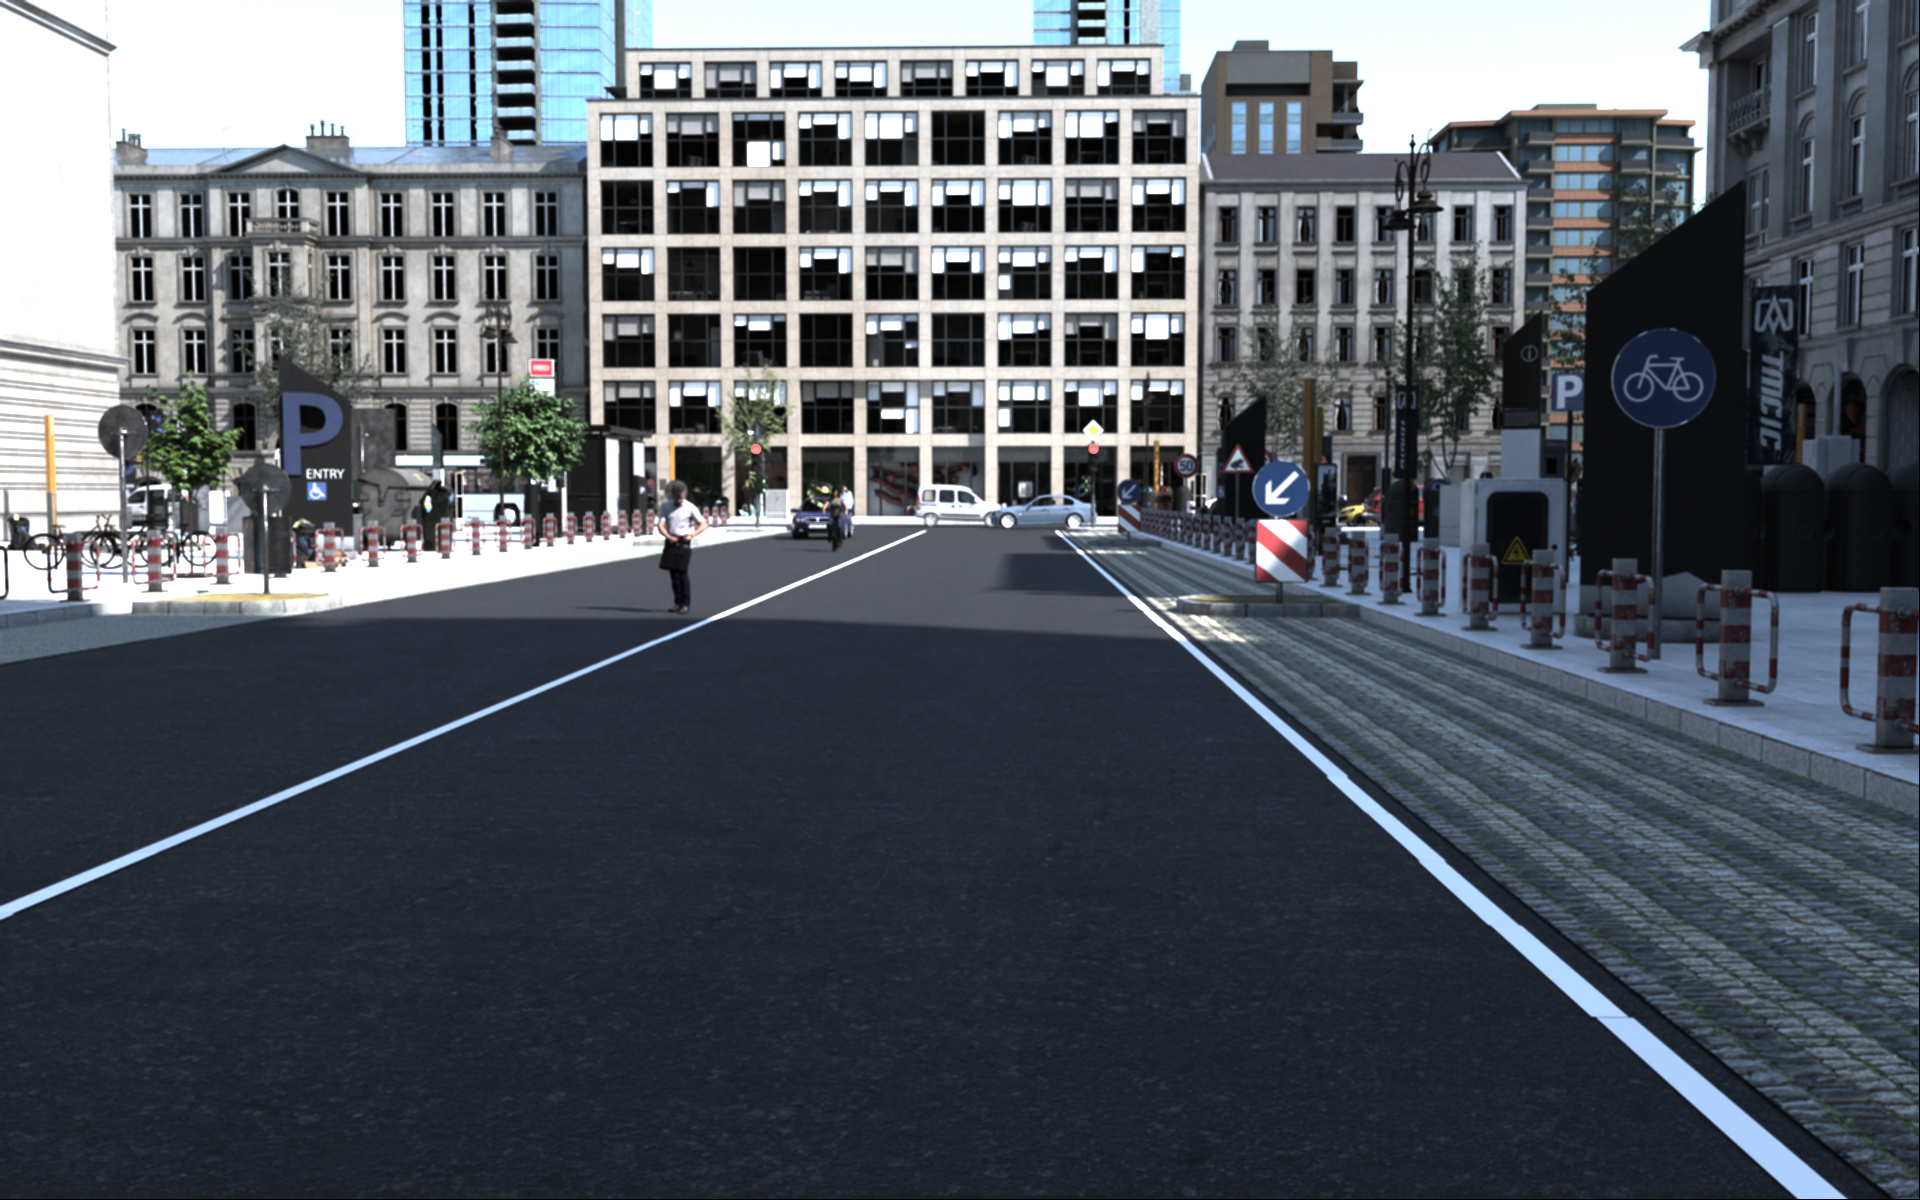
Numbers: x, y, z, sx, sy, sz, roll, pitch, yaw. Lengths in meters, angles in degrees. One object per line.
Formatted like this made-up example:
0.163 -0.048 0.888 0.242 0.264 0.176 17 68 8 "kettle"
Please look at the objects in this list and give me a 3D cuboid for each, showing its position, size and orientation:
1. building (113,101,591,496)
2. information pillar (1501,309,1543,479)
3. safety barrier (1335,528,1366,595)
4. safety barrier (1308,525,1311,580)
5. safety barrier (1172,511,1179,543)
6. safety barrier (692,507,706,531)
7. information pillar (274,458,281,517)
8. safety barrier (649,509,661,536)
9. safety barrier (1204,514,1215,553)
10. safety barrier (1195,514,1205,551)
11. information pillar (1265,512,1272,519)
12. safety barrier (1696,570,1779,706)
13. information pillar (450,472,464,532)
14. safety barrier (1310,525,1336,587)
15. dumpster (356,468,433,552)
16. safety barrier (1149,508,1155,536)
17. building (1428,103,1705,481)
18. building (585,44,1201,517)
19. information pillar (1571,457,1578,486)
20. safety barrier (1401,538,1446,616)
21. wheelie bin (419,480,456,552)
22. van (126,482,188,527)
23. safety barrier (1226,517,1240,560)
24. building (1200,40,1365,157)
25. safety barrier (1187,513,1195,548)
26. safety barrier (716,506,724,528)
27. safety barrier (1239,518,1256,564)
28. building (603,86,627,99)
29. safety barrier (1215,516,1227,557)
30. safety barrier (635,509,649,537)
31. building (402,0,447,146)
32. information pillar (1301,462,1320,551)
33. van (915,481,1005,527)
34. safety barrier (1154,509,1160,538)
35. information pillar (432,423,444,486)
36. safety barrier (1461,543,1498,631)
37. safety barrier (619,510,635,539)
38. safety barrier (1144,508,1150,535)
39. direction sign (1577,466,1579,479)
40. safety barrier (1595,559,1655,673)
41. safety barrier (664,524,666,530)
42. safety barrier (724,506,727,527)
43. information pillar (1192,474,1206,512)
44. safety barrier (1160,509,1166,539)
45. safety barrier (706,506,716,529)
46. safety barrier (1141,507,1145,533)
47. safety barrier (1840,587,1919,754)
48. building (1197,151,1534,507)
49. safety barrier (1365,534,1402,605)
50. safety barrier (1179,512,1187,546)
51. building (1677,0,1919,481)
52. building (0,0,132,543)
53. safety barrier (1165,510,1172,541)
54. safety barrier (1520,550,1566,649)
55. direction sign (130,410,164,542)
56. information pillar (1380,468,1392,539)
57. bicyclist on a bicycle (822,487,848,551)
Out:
-38.254 -17.476 104.823 34.723 24.649 14.460 0 4 2 "building"
7.186 -1.884 22.154 0.504 3.616 0.183 2 4 24 "information pillar"
5.069 -0.475 22.050 0.300 0.817 1.120 0 4 2 "safety barrier"
5.194 -0.711 25.901 0.300 0.817 1.120 0 4 2 "safety barrier"
5.795 -1.887 45.123 0.300 0.817 1.120 0 4 2 "safety barrier"
-9.270 -2.852 60.909 0.300 0.817 1.120 0 4 2 "safety barrier"
-13.934 -1.912 35.755 0.304 2.012 0.304 -2 4 -35 "information pillar"
-9.509 -2.383 53.238 0.300 0.817 1.120 0 4 2 "safety barrier"
5.552 -1.416 37.434 0.300 0.817 1.120 0 4 2 "safety barrier"
5.612 -1.534 39.349 0.300 0.817 1.120 0 4 2 "safety barrier"
10.217 -3.250 57.625 0.304 2.012 0.304 1 4 17 "information pillar"
4.710 0.230 10.523 0.300 0.817 1.120 0 4 2 "safety barrier"
-17.104 -3.326 58.867 0.304 2.012 0.304 2 4 33 "information pillar"
5.133 -0.593 23.971 0.300 0.817 1.120 0 4 2 "safety barrier"
-12.744 -2.042 39.142 1.264 1.857 1.865 0 4 2 "dumpster"
6.037 -2.357 52.815 0.300 0.817 1.120 0 4 2 "safety barrier"
68.408 -33.171 196.966 28.867 44.769 22.147 0 4 2 "building"
-3.500 -18.442 106.043 34.151 26.468 19.350 0 4 2 "building"
39.110 -7.280 110.384 0.504 3.616 0.183 -1 4 -16 "information pillar"
4.951 -0.241 18.218 0.300 0.817 1.120 0 4 2 "safety barrier"
-11.672 -1.887 38.766 0.693 1.594 0.980 0 4 -2 "wheelie bin"
-34.339 -4.067 73.502 4.112 2.044 2.013 0 4 3 "van"
5.431 -1.181 33.590 0.300 0.817 1.120 0 4 2 "safety barrier"
31.464 -31.947 172.439 14.600 45.320 14.200 0 4 2 "building"
5.677 -1.652 41.278 0.300 0.817 1.120 0 4 2 "safety barrier"
-9.151 -3.087 64.748 0.300 0.817 1.120 0 4 2 "safety barrier"
5.372 -1.064 31.674 0.300 0.817 1.120 0 4 2 "safety barrier"
-28.039 -30.123 176.110 14.154 41.232 14.086 0 4 2 "building"
5.493 -1.299 35.512 0.300 0.817 1.120 0 4 2 "safety barrier"
-9.572 -2.266 51.317 0.300 0.817 1.120 0 4 2 "safety barrier"
-50.392 -54.278 200.121 31.000 86.520 22.319 0 4 2 "building"
7.933 -2.124 39.223 0.304 2.012 0.304 -3 5 -40 "information pillar"
0.074 -4.226 76.108 4.112 2.044 2.013 0 4 0 "van"
5.977 -2.240 50.892 0.300 0.817 1.120 0 4 2 "safety barrier"
-17.302 -4.040 57.402 0.504 3.616 0.183 3 4 36 "information pillar"
4.891 -0.124 16.296 0.300 0.817 1.120 0 4 2 "safety barrier"
-9.628 -2.148 49.401 0.300 0.817 1.120 0 4 2 "safety barrier"
6.094 -2.474 54.731 0.300 0.817 1.120 0 4 2 "safety barrier"
45.926 -8.395 129.256 0.379 3.537 0.876 -1 4 -14 "direction sign"
4.771 0.112 12.449 0.300 0.817 1.120 0 4 2 "safety barrier"
-9.452 -2.501 55.162 0.300 0.817 1.120 0 4 2 "safety barrier"
-9.088 -3.204 66.665 0.300 0.817 1.120 0 4 2 "safety barrier"
8.723 -3.567 62.818 0.304 2.012 0.304 3 5 39 "information pillar"
5.914 -2.121 48.960 0.300 0.817 1.120 0 4 2 "safety barrier"
-9.208 -2.969 62.825 0.300 0.817 1.120 0 4 2 "safety barrier"
6.158 -2.592 56.647 0.300 0.817 1.120 0 4 2 "safety barrier"
4.652 0.347 8.598 0.300 0.817 1.120 0 4 2 "safety barrier"
22.549 -15.386 100.709 18.267 20.994 9.793 0 4 2 "building"
5.012 -0.358 20.134 0.300 0.817 1.120 0 4 2 "safety barrier"
5.732 -1.770 43.207 0.300 0.817 1.120 0 4 2 "safety barrier"
27.035 -12.019 38.313 13.314 21.916 24.055 0 4 2 "building"
-35.084 -12.872 46.622 21.152 22.565 11.583 0 4 2 "building"
5.851 -2.004 47.044 0.300 0.817 1.120 0 4 2 "safety barrier"
4.831 -0.006 14.369 0.300 0.817 1.120 0 4 2 "safety barrier"
-21.923 -3.348 46.737 0.876 3.537 0.379 -3 5 -42 "direction sign"
11.852 -2.672 48.182 0.304 2.012 0.304 1 4 17 "information pillar"
-3.132 -2.049 43.529 1.499 1.676 1.625 0 3 0 "bicyclist on a bicycle"
